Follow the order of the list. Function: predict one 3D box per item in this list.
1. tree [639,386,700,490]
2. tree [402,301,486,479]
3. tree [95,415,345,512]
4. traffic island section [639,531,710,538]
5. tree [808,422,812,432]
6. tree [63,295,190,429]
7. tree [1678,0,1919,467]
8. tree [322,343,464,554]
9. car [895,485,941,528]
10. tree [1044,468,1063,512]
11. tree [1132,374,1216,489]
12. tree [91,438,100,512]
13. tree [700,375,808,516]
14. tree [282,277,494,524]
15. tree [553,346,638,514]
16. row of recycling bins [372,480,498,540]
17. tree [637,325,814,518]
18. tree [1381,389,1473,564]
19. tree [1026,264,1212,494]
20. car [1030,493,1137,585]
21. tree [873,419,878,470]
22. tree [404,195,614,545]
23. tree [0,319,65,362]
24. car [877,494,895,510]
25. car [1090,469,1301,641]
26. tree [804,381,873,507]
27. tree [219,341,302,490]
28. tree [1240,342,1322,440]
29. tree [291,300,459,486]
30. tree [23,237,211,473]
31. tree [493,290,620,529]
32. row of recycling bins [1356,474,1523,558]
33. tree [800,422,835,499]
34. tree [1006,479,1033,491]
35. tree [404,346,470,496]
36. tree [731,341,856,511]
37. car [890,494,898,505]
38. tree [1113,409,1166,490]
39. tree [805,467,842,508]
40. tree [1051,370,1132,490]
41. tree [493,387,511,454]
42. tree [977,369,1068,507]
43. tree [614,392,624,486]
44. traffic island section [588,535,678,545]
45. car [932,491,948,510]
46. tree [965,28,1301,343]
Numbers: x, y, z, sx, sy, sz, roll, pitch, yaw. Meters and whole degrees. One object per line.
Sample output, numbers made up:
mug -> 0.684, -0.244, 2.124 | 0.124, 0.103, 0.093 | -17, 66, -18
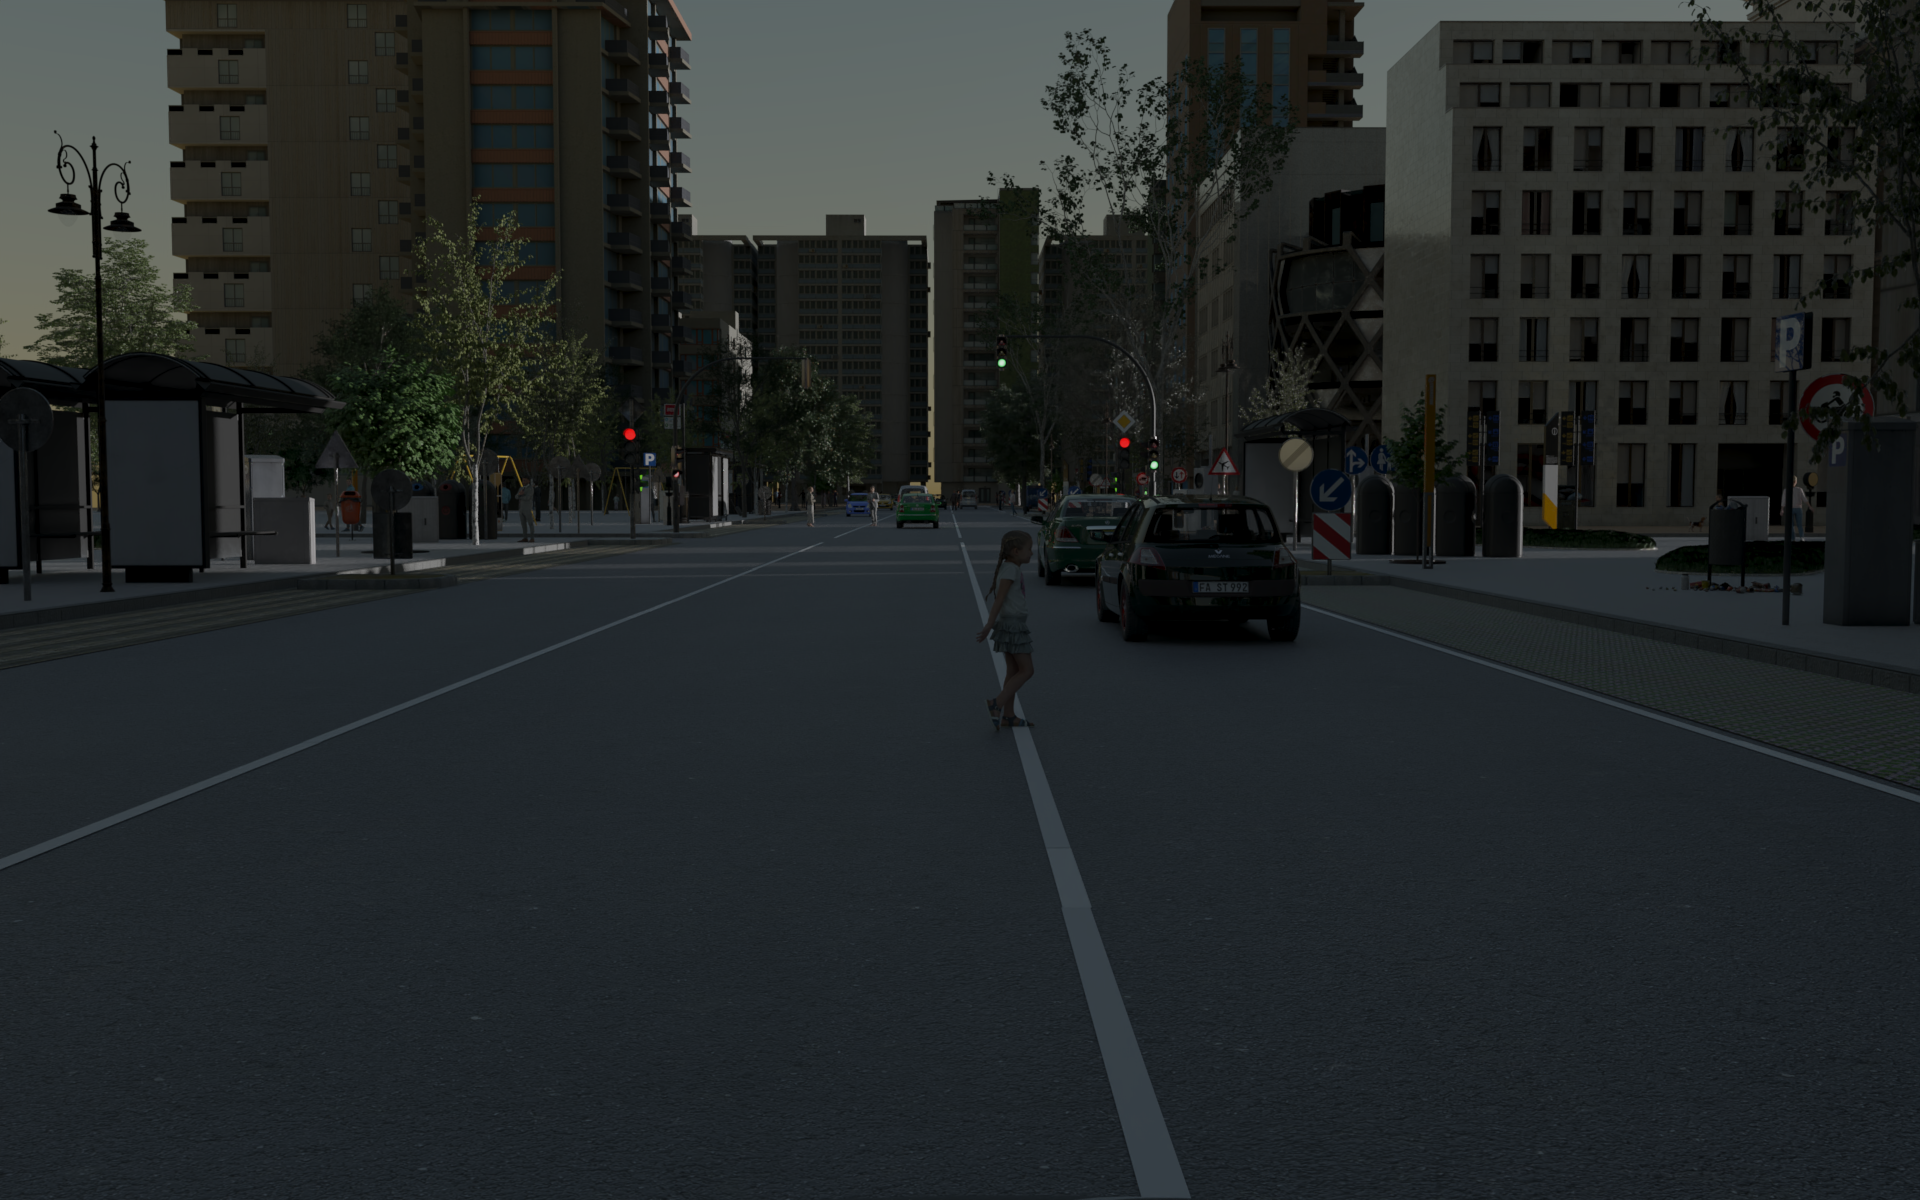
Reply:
tree -> -19.029, -10.237, 117.731 | 4.737, 8.622, 4.395 | 0, 3, 0
tree -> -35.666, -12.654, 113.554 | 9.857, 13.997, 8.962 | 0, 3, 0
tree -> -49.720, -9.558, 119.179 | 11.467, 7.101, 20.602 | -1, 4, -8
traffic island section -> -9.468, -2.166, 57.703 | 2.009, 0.180, 2.903 | 0, 4, 0
tree -> -12.255, -10.370, 119.907 | 4.737, 8.622, 4.395 | 0, 3, 0
tree -> -29.888, -6.875, 62.762 | 4.737, 8.622, 4.395 | 0, 3, 0
tree -> 8.402, -3.900, 14.120 | 4.360, 8.622, 3.978 | 0, 3, 0
tree -> -12.363, -3.315, 37.913 | 4.285, 4.588, 4.351 | 0, 3, 0
car -> -1.785, -3.961, 73.558 | 1.959, 1.807, 4.718 | 0, 4, -1
tree -> 6.873, -7.985, 125.159 | 1.663, 3.219, 1.824 | 0, 3, 0
tree -> 13.508, -9.594, 107.225 | 4.360, 8.622, 3.978 | 0, 3, 0
tree -> -65.975, -9.538, 118.850 | 11.467, 7.101, 20.602 | 0, 4, 4
tree -> -12.314, -9.359, 103.377 | 4.737, 8.622, 4.395 | 0, 3, 0
tree -> -25.354, -8.546, 74.138 | 7.601, 10.594, 8.767 | 0, 4, 4
tree -> -22.702, -10.694, 109.251 | 7.601, 10.594, 8.767 | 0, 4, 1
row of recycling bins -> -14.904, -2.571, 49.144 | 3.534, 1.692, 1.069 | 0, 4, -1
tree -> -11.629, -9.809, 94.790 | 8.767, 10.594, 7.601 | 2, 4, 23
tree -> 8.614, -2.287, 31.994 | 1.663, 3.219, 1.824 | 0, 3, 0
tree -> 8.514, -11.161, 92.858 | 12.009, 13.543, 11.850 | 0, 3, 0
car -> 2.249, -1.026, 28.573 | 2.131, 1.459, 4.920 | 0, 4, 0
tree -> -12.892, -17.060, 197.064 | 7.486, 12.596, 7.792 | 0, 3, 0
tree -> -12.114, -5.711, 43.736 | 4.737, 8.622, 4.395 | 0, 3, 0
tree -> -38.835, -7.204, 68.140 | 4.737, 8.622, 4.395 | 0, 3, 0
car -> -6.760, -8.699, 152.445 | 2.015, 1.641, 3.980 | 0, 4, -1
car -> 2.415, -0.517, 18.236 | 2.009, 1.686, 4.222 | 0, 4, -1
tree -> -13.103, -15.639, 173.829 | 7.486, 12.596, 7.792 | 0, 3, 0
tree -> -34.263, -8.153, 83.667 | 4.360, 8.622, 3.978 | 0, 3, 0
tree -> 15.857, -8.213, 84.645 | 4.360, 8.622, 3.978 | 0, 3, 0
tree -> -33.946, -11.264, 101.174 | 9.611, 12.733, 9.660 | 0, 3, 0
tree -> -36.955, -9.688, 76.527 | 7.486, 12.596, 7.792 | 0, 3, 0
tree -> -14.730, -6.898, 63.148 | 4.360, 8.622, 3.978 | 0, 3, 0
row of recycling bins -> 9.925, -1.767, 36.000 | 3.534, 1.692, 1.069 | 2, 4, 34
tree -> -12.651, -12.060, 147.539 | 4.360, 8.622, 3.978 | 0, 3, 0
tree -> 7.162, -13.734, 208.267 | 4.285, 4.588, 4.351 | 0, 3, 0
tree -> -25.782, -8.203, 84.486 | 4.360, 8.622, 3.978 | 0, 3, 0
tree -> -12.516, -12.995, 129.484 | 9.611, 12.733, 9.660 | 0, 3, 0
car -> -7.645, -11.876, 205.963 | 2.131, 1.459, 4.920 | 0, 4, -2
tree -> 13.406, -10.780, 126.615 | 4.737, 8.622, 4.395 | 0, 3, 0
tree -> -12.324, -10.524, 155.777 | 4.285, 4.588, 4.351 | 0, 3, 0
tree -> 7.354, -9.410, 104.223 | 4.360, 8.622, 3.978 | 0, 3, 0
tree -> -37.008, -11.856, 128.262 | 8.767, 10.594, 7.601 | 2, 4, 24
tree -> 6.551, -16.596, 177.998 | 9.857, 13.997, 8.962 | 0, 3, 0
tree -> -17.429, -7.696, 76.193 | 4.737, 8.622, 4.395 | 0, 3, 0
traffic island section -> -9.406, -1.678, 49.718 | 2.009, 0.180, 2.903 | 0, 4, 0
car -> -2.057, -9.116, 158.840 | 2.009, 1.686, 4.222 | 0, 4, 0
tree -> 7.083, -13.197, 71.658 | 12.611, 20.169, 13.585 | 0, 3, 0
